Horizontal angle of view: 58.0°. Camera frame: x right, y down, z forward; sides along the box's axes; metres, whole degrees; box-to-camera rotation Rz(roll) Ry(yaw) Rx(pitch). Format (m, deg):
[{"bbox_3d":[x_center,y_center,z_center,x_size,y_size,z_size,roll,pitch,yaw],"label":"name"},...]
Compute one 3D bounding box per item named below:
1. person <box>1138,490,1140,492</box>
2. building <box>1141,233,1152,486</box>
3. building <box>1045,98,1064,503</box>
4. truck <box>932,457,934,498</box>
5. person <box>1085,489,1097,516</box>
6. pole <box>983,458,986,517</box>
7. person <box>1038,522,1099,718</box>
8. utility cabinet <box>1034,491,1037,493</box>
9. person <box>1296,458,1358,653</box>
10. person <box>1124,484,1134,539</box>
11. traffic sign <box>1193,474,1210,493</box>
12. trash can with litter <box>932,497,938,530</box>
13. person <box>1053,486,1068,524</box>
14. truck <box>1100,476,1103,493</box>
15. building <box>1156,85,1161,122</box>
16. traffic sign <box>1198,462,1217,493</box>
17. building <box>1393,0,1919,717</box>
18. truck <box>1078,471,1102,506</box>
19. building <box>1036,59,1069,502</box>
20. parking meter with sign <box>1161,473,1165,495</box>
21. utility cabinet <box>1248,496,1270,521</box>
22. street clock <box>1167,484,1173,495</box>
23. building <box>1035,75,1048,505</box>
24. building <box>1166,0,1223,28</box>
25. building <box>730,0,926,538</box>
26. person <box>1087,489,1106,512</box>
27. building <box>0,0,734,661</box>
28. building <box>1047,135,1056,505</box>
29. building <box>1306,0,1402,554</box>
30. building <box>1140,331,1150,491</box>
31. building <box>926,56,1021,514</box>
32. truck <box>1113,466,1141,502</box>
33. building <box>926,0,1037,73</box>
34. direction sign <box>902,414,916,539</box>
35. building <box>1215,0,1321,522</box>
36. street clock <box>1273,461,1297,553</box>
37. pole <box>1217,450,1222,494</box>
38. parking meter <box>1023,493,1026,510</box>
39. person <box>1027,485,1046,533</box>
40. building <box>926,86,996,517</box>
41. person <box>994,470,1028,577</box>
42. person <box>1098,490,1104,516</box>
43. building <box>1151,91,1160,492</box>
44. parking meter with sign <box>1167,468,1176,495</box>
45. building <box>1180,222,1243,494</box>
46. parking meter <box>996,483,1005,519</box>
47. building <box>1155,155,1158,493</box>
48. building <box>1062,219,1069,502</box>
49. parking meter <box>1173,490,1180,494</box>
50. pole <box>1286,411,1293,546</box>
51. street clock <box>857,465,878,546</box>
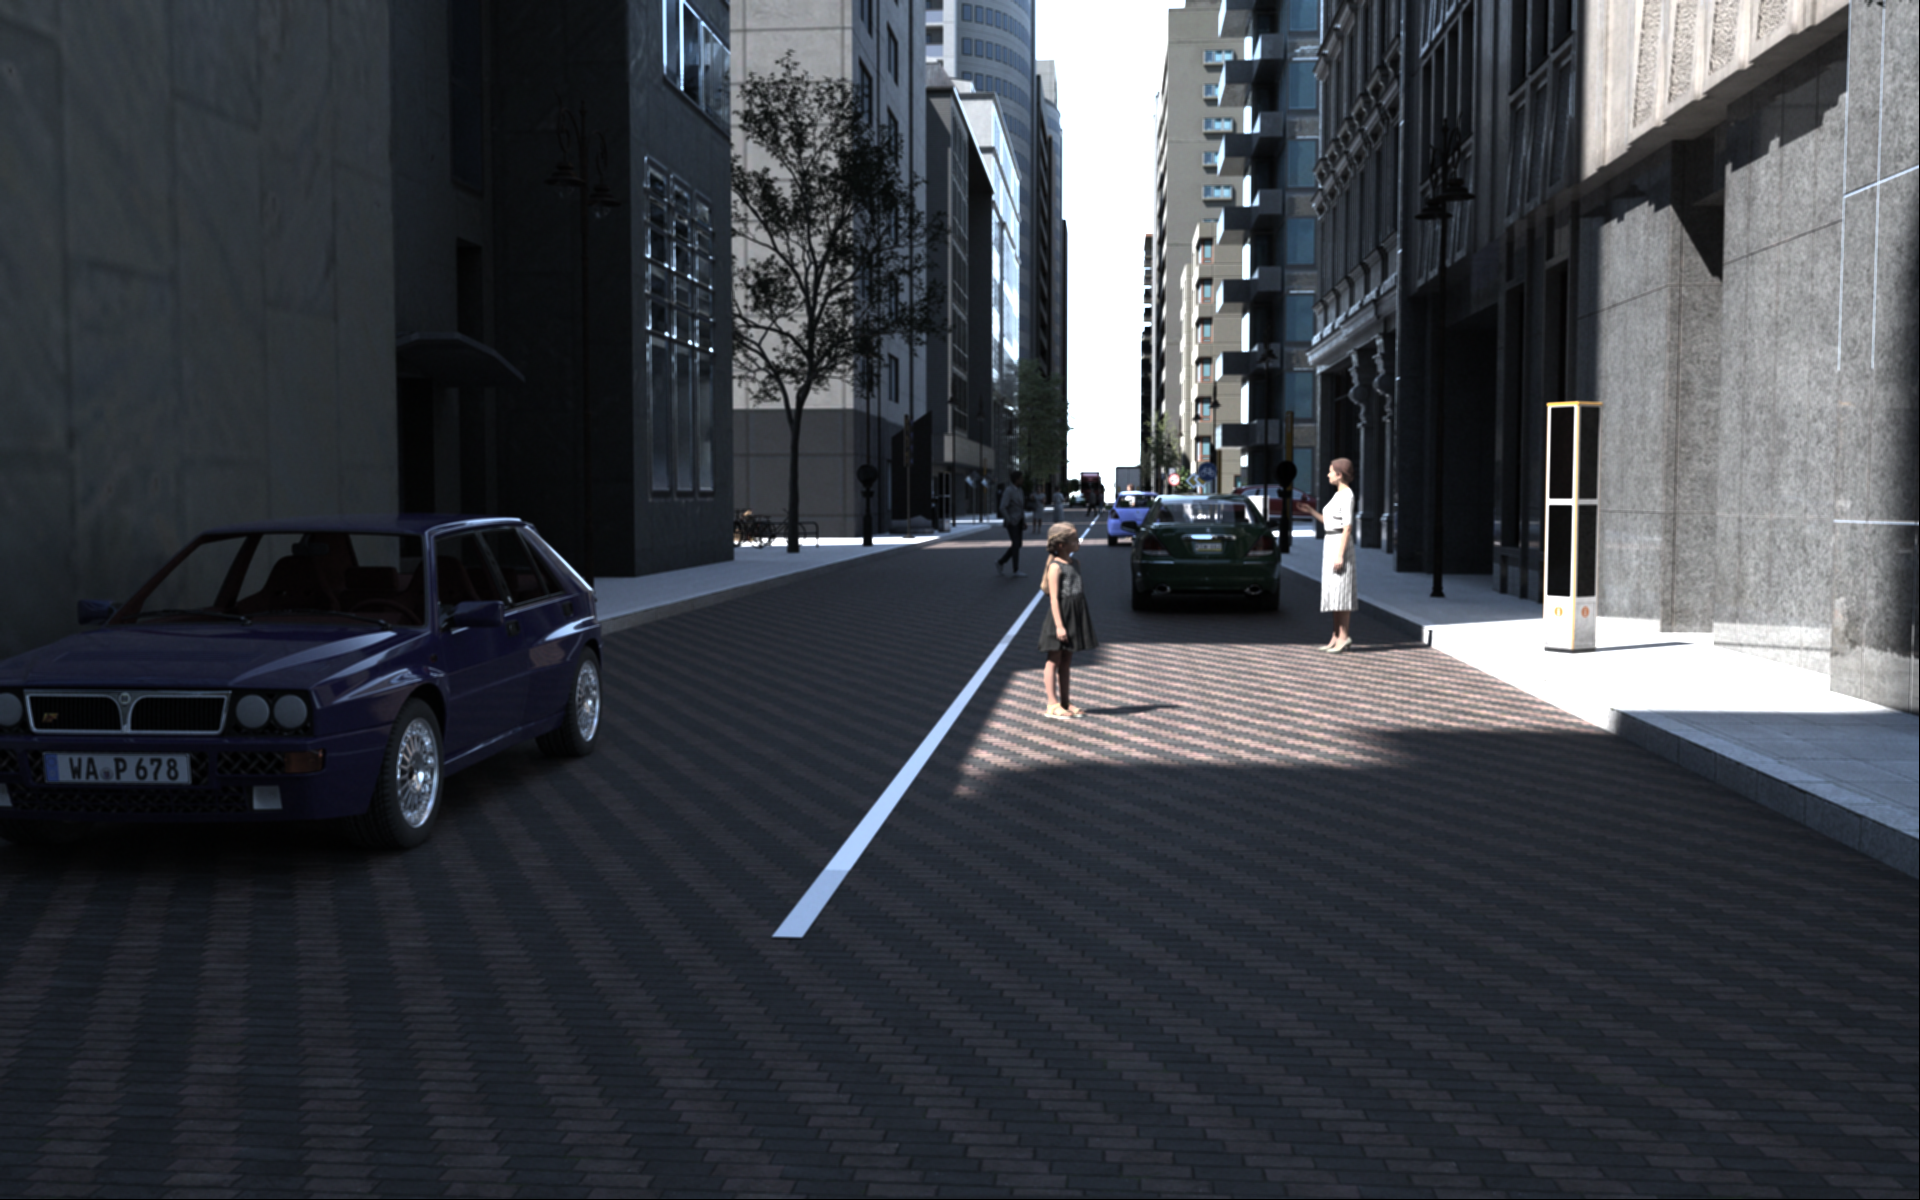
[{"bbox_3d":[15.554,-8.662,150.463,0.374,1.781,0.599,1,4,14],"label":"person"},{"bbox_3d":[40.736,-38.361,281.824,22.147,44.769,28.867,0,4,5],"label":"building"},{"bbox_3d":[4.045,-43.473,252.776,21.231,58.520,28.212,0,4,5],"label":"building"},{"bbox_3d":[-9.880,-5.240,75.428,18.799,4.110,2.967,0,4,4],"label":"truck"},{"bbox_3d":[8.453,-6.276,111.512,0.834,1.777,0.661,2,4,34],"label":"person"},{"bbox_3d":[1.421,-6.419,98.792,0.158,3.312,0.155,0,3,0],"label":"pole"},{"bbox_3d":[0.705,0.122,11.177,0.373,1.253,0.362,3,5,40],"label":"person"},{"bbox_3d":[6.207,-8.538,148.269,0.318,1.500,1.173,-2,4,-34],"label":"utility cabinet"},{"bbox_3d":[3.349,-0.406,15.716,0.524,1.755,0.480,0,4,-3],"label":"person"},{"bbox_3d":[5.311,-2.803,54.900,0.524,1.755,0.480,-2,4,-27],"label":"person"},{"bbox_3d":[9.887,-4.096,70.618,0.795,2.450,0.064,0,4,5],"label":"traffic sign"},{"bbox_3d":[-1.013,-3.095,61.995,0.624,1.170,1.055,-2,4,-25],"label":"trash can with litter"},{"bbox_3d":[3.774,-3.445,65.401,0.480,1.755,0.524,2,4,30],"label":"person"},{"bbox_3d":[21.302,-17.536,275.632,2.839,4.237,11.283,0,4,3],"label":"truck"},{"bbox_3d":[38.671,-38.095,212.084,28.713,52.752,27.495,0,4,5],"label":"building"},{"bbox_3d":[9.848,-4.211,68.954,0.768,2.556,0.104,1,4,9],"label":"traffic sign"},{"bbox_3d":[12.309,-12.210,17.658,12.078,24.808,19.932,0,4,5],"label":"building"},{"bbox_3d":[16.242,-13.898,216.150,2.839,4.237,11.283,0,4,5],"label":"truck"},{"bbox_3d":[8.193,-52.138,290.713,20.563,71.187,20.611,0,4,5],"label":"building"},{"bbox_3d":[17.579,-9.003,143.458,1.738,3.016,0.543,-1,4,-20],"label":"parking meter with sign"},{"bbox_3d":[9.394,-2.669,54.804,0.306,1.237,1.020,-1,4,-21],"label":"utility cabinet"},{"bbox_3d":[15.094,-7.305,124.006,0.471,2.002,0.358,3,4,38],"label":"street clock"},{"bbox_3d":[-1.277,-34.853,193.555,21.300,48.544,21.600,0,4,5],"label":"building"},{"bbox_3d":[30.249,-33.212,166.717,21.300,48.544,21.600,0,4,5],"label":"building"},{"bbox_3d":[-12.296,-37.967,59.009,20.611,71.187,20.563,0,4,5],"label":"building"},{"bbox_3d":[10.666,-7.719,134.925,1.509,1.804,0.699,0,4,-8],"label":"person"},{"bbox_3d":[-14.884,-43.041,16.393,22.319,86.520,31.000,0,4,5],"label":"building"},{"bbox_3d":[4.511,-34.350,211.735,14.600,45.320,14.200,0,4,5],"label":"building"},{"bbox_3d":[14.506,-12.046,47.856,10.553,20.767,40.483,0,4,5],"label":"building"},{"bbox_3d":[38.645,-32.555,303.978,14.160,30.474,14.107,0,4,5],"label":"building"},{"bbox_3d":[-1.990,-21.237,124.711,11.434,29.767,29.804,0,4,5],"label":"building"},{"bbox_3d":[17.191,-11.575,178.159,2.839,4.237,11.283,0,4,4],"label":"truck"},{"bbox_3d":[-3.730,-38.319,168.510,21.231,58.520,28.212,0,4,5],"label":"building"},{"bbox_3d":[-1.466,-3.525,49.625,0.379,3.537,0.876,1,4,14],"label":"direction sign"},{"bbox_3d":[28.322,-28.552,86.439,30.456,49.044,23.786,0,4,5],"label":"building"},{"bbox_3d":[7.041,-2.020,37.597,0.471,2.002,0.358,-1,4,-11],"label":"street clock"},{"bbox_3d":[11.997,-5.278,80.140,0.158,3.312,0.155,0,3,0],"label":"pole"},{"bbox_3d":[5.074,-7.873,137.126,0.372,1.533,0.369,0,3,0],"label":"parking meter"},{"bbox_3d":[2.796,-3.352,63.667,0.716,1.782,0.532,0,4,4],"label":"person"},{"bbox_3d":[-6.167,-16.892,95.243,14.314,24.678,30.058,0,4,5],"label":"building"},{"bbox_3d":[0.878,-1.337,30.210,0.795,1.843,0.661,2,4,34],"label":"person"},{"bbox_3d":[9.349,-6.452,114.827,0.643,1.720,0.563,-2,4,-24],"label":"person"},{"bbox_3d":[38.599,-43.484,252.958,21.231,58.520,28.212,0,4,5],"label":"building"},{"bbox_3d":[14.443,-7.267,115.074,0.543,3.016,1.738,-1,4,-21],"label":"parking meter with sign"},{"bbox_3d":[30.187,-17.030,123.475,27.650,21.520,28.899,0,4,5],"label":"building"},{"bbox_3d":[2.122,-5.200,90.738,0.399,1.863,0.255,2,4,28],"label":"parking meter"},{"bbox_3d":[32.325,-34.525,188.178,21.300,48.544,21.600,0,4,5],"label":"building"},{"bbox_3d":[10.010,-38.152,273.899,14.600,45.320,14.200,0,4,5],"label":"building"},{"bbox_3d":[12.842,-5.768,102.716,0.372,1.533,0.369,0,3,0],"label":"parking meter"},{"bbox_3d":[8.133,-2.995,42.806,0.158,3.312,0.155,0,3,0],"label":"pole"},{"bbox_3d":[-2.271,-2.324,42.567,0.471,2.002,0.358,1,4,21],"label":"street clock"}]
